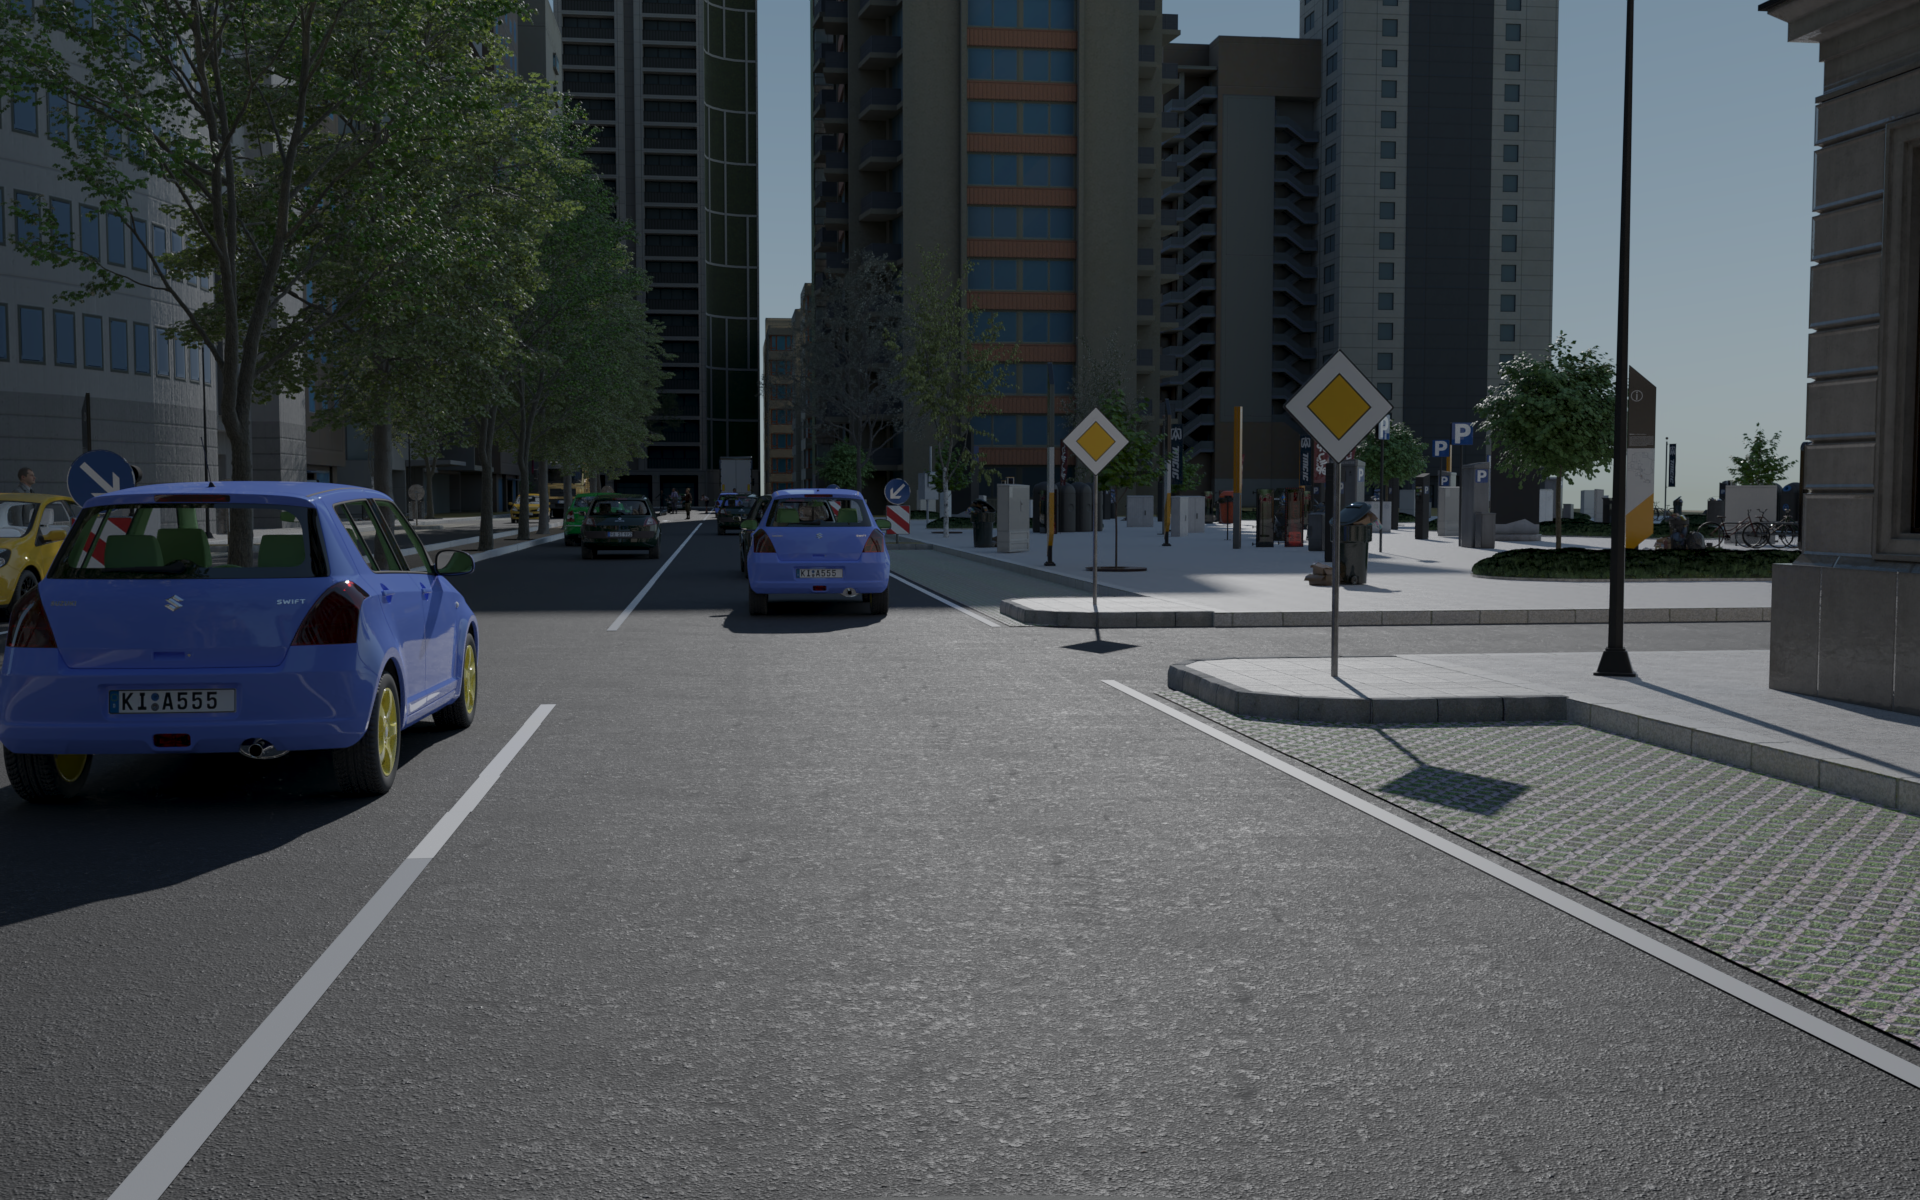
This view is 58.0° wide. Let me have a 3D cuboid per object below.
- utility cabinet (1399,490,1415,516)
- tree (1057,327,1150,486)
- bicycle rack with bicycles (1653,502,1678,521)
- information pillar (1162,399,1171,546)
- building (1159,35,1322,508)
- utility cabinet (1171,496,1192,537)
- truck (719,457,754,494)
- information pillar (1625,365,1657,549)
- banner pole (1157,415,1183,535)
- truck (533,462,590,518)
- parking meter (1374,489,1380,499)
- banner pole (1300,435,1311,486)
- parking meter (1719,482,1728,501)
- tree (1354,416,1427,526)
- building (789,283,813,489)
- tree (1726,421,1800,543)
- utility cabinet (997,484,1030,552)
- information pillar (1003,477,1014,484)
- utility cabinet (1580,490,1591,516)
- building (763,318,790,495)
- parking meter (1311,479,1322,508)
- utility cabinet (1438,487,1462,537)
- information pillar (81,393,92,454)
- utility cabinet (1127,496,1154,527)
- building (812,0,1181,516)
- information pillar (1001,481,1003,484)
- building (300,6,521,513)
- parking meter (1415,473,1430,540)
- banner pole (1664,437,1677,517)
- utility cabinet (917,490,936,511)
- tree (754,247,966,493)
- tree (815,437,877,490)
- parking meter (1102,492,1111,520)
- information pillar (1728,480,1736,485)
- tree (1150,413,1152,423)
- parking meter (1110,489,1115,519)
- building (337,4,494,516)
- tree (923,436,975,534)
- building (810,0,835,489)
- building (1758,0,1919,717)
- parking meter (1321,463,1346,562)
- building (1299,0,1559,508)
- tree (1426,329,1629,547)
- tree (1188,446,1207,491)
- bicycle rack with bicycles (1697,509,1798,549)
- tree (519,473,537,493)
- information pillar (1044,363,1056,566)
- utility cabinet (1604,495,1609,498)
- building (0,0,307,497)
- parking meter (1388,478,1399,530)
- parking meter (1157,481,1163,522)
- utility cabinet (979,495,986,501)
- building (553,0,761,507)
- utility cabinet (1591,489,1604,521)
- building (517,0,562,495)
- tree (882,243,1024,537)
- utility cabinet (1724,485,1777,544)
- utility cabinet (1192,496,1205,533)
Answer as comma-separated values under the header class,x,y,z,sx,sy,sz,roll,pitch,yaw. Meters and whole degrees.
class,x,y,z,sx,sy,sz,roll,pitch,yaw
utility cabinet,23.207,-4.942,89.486,0.318,1.500,1.173,-2,4,-24
tree,6.251,-7.737,76.870,4.360,8.622,3.978,0,3,0
bicycle rack with bicycles,33.060,-4.287,83.479,2.925,0.926,2.852,1,4,13
information pillar,5.093,-3.128,42.492,0.183,3.616,0.504,0,4,-2
building,25.445,-31.658,167.721,14.200,45.320,14.600,0,4,-8
utility cabinet,6.661,-2.526,52.460,0.306,1.237,1.020,1,4,22
truck,-17.539,-8.990,135.901,2.839,4.237,11.283,0,4,-7
information pillar,12.342,-2.452,31.446,0.504,3.616,0.183,1,4,12
banner pole,6.647,-3.951,54.611,0.863,3.779,0.401,2,4,24
truck,-24.090,-6.780,106.770,3.469,3.379,9.791,0,4,-7
parking meter,21.000,-4.813,87.101,0.372,1.533,0.369,0,3,0
banner pole,12.939,-4.535,64.164,0.863,3.779,0.401,3,5,40
parking meter,38.062,-4.932,86.351,0.399,1.863,0.255,2,4,33
tree,17.454,-5.331,70.883,4.285,4.588,4.351,0,3,0
building,-0.910,-19.139,157.964,27.650,21.520,28.899,0,4,-8
tree,21.281,-3.160,46.263,1.663,3.219,1.824,0,3,0
utility cabinet,1.183,-1.794,38.003,0.318,1.500,1.173,2,4,24
information pillar,2.162,-4.317,75.078,0.304,2.012,0.304,-1,4,-12
utility cabinet,33.949,-5.170,93.210,1.173,1.500,0.318,-1,4,-21
building,-7.084,-21.272,192.837,28.899,21.520,27.650,0,4,-8
parking meter,11.530,-3.066,55.834,0.255,1.863,0.399,-3,5,-44
utility cabinet,14.866,-2.638,51.810,1.173,1.500,0.318,-2,4,-27
information pillar,-20.242,-2.987,40.198,0.183,3.616,0.504,-3,5,-40
utility cabinet,6.990,-3.430,67.237,1.020,1.237,0.306,0,4,3
building,1.746,-28.065,113.491,22.147,44.769,28.867,0,4,-8
information pillar,2.467,-5.512,94.619,0.304,2.012,0.304,-3,5,-42
building,-39.611,-29.040,124.914,14.600,45.320,14.200,0,4,-8
parking meter,13.063,-2.646,48.968,0.399,1.863,0.255,-3,5,-43
banner pole,30.984,-5.237,75.639,0.401,3.779,0.863,-1,4,-16
utility cabinet,-1.811,-5.176,93.314,0.318,1.500,1.173,3,5,43
tree,-4.889,-10.697,85.263,12.009,13.543,11.850,0,3,0
tree,-6.298,-6.908,96.664,4.285,4.588,4.351,0,3,0
parking meter,7.347,-4.961,86.817,0.399,1.863,0.255,-2,4,-27
information pillar,40.505,-5.287,90.937,0.304,2.012,0.304,0,4,-8
tree,8.098,-8.828,94.692,4.360,8.622,3.978,0,3,0
parking meter,7.908,-4.971,89.693,0.372,1.533,0.369,0,3,0
building,-43.570,-31.411,102.816,28.713,52.752,27.495,0,4,-8
tree,-0.529,-3.777,56.363,1.663,3.219,1.824,0,3,0
building,-4.643,-27.607,134.970,14.154,41.232,14.086,0,4,-8
building,11.211,-8.432,2.494,10.561,19.102,19.286,0,4,-8
parking meter,7.073,-1.648,32.660,0.255,1.863,0.399,3,4,38
building,43.020,-44.562,166.843,20.611,71.187,20.563,0,4,-8
tree,11.982,-3.115,34.649,4.285,4.588,4.351,0,3,0
tree,7.542,-3.958,59.317,1.663,3.219,1.824,0,3,0
bicycle rack with bicycles,19.373,-1.704,41.241,2.925,0.926,2.852,3,4,37
tree,-34.488,-8.756,137.767,1.663,3.219,1.824,0,3,0
information pillar,1.609,-2.411,30.778,0.183,3.616,0.504,0,4,-2
utility cabinet,34.844,-5.059,93.883,0.306,1.237,1.020,0,4,3
building,-34.215,-31.144,51.206,21.231,58.520,28.212,0,4,-8
parking meter,15.601,-3.464,62.350,0.255,1.863,0.399,-1,4,-11
parking meter,9.344,-4.563,80.315,0.255,1.863,0.399,2,4,29
utility cabinet,0.687,-4.124,78.590,1.020,1.237,0.306,2,4,29
building,-31.761,-45.629,184.286,20.611,71.187,20.563,0,4,-8
utility cabinet,27.102,-3.961,73.441,0.318,1.500,1.173,1,4,15
building,-47.054,-32.477,154.698,21.600,48.544,21.300,0,4,-8
tree,-0.356,-6.141,50.765,4.737,8.622,4.395,0,3,0
utility cabinet,19.992,-2.148,43.802,1.173,1.500,0.318,2,4,26
utility cabinet,7.639,-2.836,57.534,1.020,1.237,0.306,-2,4,-26
